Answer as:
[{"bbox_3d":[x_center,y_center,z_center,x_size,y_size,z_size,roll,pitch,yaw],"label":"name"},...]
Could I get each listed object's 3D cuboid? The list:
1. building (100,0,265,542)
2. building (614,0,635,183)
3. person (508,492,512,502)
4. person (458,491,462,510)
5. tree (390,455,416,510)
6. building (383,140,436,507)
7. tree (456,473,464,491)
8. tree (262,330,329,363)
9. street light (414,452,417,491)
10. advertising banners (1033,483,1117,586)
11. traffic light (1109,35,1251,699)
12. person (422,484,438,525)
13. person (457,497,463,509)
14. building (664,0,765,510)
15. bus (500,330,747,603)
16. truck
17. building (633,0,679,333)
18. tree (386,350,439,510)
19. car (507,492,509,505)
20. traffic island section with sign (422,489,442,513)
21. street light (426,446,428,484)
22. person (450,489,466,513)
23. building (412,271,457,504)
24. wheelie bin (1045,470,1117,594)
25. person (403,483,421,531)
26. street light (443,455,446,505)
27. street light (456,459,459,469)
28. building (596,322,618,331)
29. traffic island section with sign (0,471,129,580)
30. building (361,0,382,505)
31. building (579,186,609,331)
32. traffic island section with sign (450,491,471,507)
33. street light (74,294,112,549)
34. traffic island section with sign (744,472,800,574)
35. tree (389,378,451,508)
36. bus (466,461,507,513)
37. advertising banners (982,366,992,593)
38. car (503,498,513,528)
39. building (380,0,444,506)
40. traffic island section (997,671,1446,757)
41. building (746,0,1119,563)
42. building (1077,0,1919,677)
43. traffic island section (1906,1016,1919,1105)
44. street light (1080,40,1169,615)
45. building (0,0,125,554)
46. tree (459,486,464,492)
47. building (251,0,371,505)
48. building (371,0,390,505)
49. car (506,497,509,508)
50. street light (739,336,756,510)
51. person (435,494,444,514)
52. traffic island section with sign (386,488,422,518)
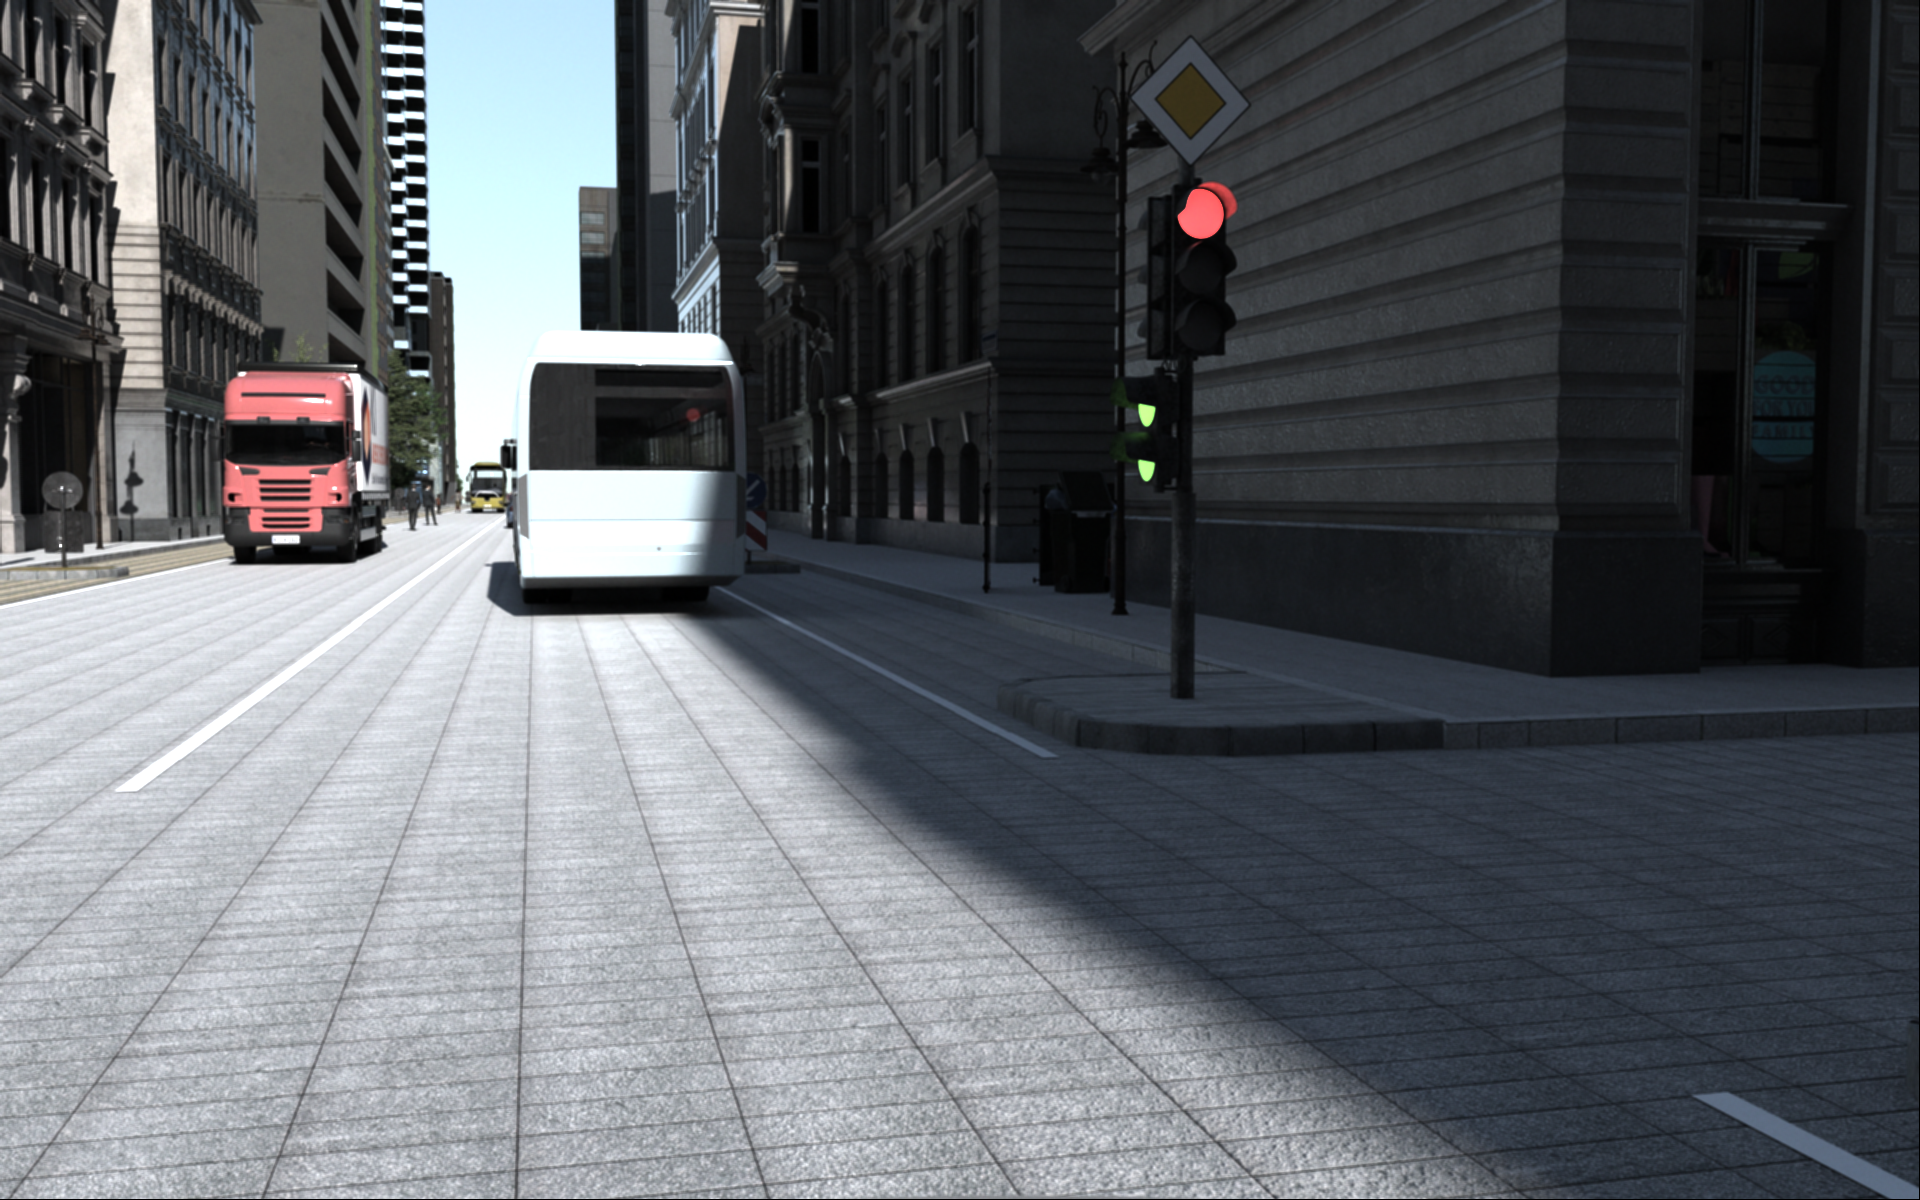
[{"bbox_3d":[-28.058,-12.517,53.810,9.793,20.994,18.267,-1,4,-14],"label":"building"},{"bbox_3d":[-19.021,-27.414,131.814,14.154,41.232,14.086,-1,4,-14],"label":"building"},{"bbox_3d":[-57.399,-12.952,221.185,0.541,1.710,0.530,0,4,-7],"label":"person"},{"bbox_3d":[-44.070,-8.776,152.779,0.721,1.735,1.217,-2,4,-25],"label":"person"},{"bbox_3d":[-46.226,-9.693,142.186,4.285,4.588,4.351,0,3,0],"label":"tree"},{"bbox_3d":[-68.736,-29.197,169.252,32.217,40.220,23.993,-1,4,-14],"label":"building"},{"bbox_3d":[-68.242,-15.200,232.233,4.285,4.588,4.351,0,3,0],"label":"tree"},{"bbox_3d":[-30.179,-7.819,78.195,4.737,8.622,4.395,0,3,0],"label":"tree"},{"bbox_3d":[-46.299,-10.661,147.096,0.468,5.910,1.993,-1,4,-14],"label":"street light"},{"bbox_3d":[1.990,-1.732,24.507,2.074,3.025,0.090,-1,4,-23],"label":"advertising banners"},{"bbox_3d":[1.382,-1.338,10.792,0.839,4.253,0.868,-1,4,-14],"label":"traffic light"},{"bbox_3d":[-24.484,-4.410,79.960,0.648,1.900,0.474,0,4,6],"label":"person"},{"bbox_3d":[-46.604,-9.288,161.078,1.217,1.735,0.721,3,5,43],"label":"person"},{"bbox_3d":[-5.423,-17.745,76.028,13.634,28.700,20.117,-1,4,-14],"label":"building"},{"bbox_3d":[-5.391,-1.907,26.037,2.948,3.499,13.247,-1,4,-15],"label":"bus"},{"bbox_3d":[-14.581,-3.068,39.078,2.839,4.237,11.283,-1,4,-14],"label":"truck"},{"bbox_3d":[-10.370,-34.842,111.667,21.231,58.520,28.212,-1,4,-14],"label":"building"},{"bbox_3d":[-44.692,-13.284,135.321,7.486,12.596,7.792,0,3,0],"label":"tree"},{"bbox_3d":[-59.556,-13.223,224.871,2.281,1.827,5.304,-1,4,-12],"label":"car"},{"bbox_3d":[-40.314,-7.498,131.224,1.989,1.847,2.006,-1,4,-14],"label":"traffic island section with sign"},{"bbox_3d":[-50.316,-11.665,163.511,0.468,5.910,1.993,-1,4,-14],"label":"street light"},{"bbox_3d":[-38.929,-7.693,134.276,1.348,1.824,0.705,1,4,13],"label":"person"},{"bbox_3d":[-71.889,-27.453,220.562,14.160,30.474,14.107,-1,4,-14],"label":"building"},{"bbox_3d":[1.540,-0.896,22.559,0.980,1.594,0.693,-1,4,-22],"label":"wheelie bin"},{"bbox_3d":[-21.542,-3.665,68.196,0.659,1.850,0.755,-1,4,-9],"label":"person"},{"bbox_3d":[-58.330,-13.651,195.982,0.468,5.910,1.993,-1,4,-14],"label":"street light"},{"bbox_3d":[-66.345,-15.663,228.884,0.468,5.910,1.993,-1,4,-14],"label":"street light"},{"bbox_3d":[-26.315,-21.204,191.731,27.650,21.520,28.899,-1,4,-14],"label":"building"},{"bbox_3d":[-15.430,-1.285,29.645,1.989,1.847,2.006,-1,4,-14],"label":"traffic island section with sign"},{"bbox_3d":[-43.790,-25.844,106.145,14.154,41.232,14.086,-1,4,-14],"label":"building"},{"bbox_3d":[-44.015,-33.636,233.546,14.154,41.232,14.086,-1,4,-14],"label":"building"},{"bbox_3d":[-53.533,-10.799,185.195,1.989,1.847,2.006,-1,4,-14],"label":"traffic island section with sign"},{"bbox_3d":[-20.062,-4.124,40.221,0.468,5.910,1.993,-1,4,-14],"label":"street light"},{"bbox_3d":[-4.088,-1.429,31.984,1.989,1.847,2.006,-1,4,-14],"label":"traffic island section with sign"},{"bbox_3d":[-49.159,-14.005,154.729,9.928,11.665,9.643,0,3,0],"label":"tree"},{"bbox_3d":[-36.464,-8.714,134.015,2.896,3.916,12.252,-1,4,-14],"label":"bus"},{"bbox_3d":[0.377,-1.655,23.249,0.090,3.025,2.074,0,4,3],"label":"advertising banners"},{"bbox_3d":[-18.398,-3.773,73.684,2.014,1.417,4.499,-1,4,-15],"label":"car"},{"bbox_3d":[-70.407,-54.007,195.685,22.319,86.520,31.000,-1,4,-14],"label":"building"},{"bbox_3d":[1.423,0.695,10.916,2.009,0.180,2.903,-1,4,-14],"label":"traffic island section"},{"bbox_3d":[1.644,-14.061,48.978,14.460,24.649,34.723,-1,4,-14],"label":"building"},{"bbox_3d":[11.964,-11.581,18.224,19.941,23.489,11.050,-1,4,-14],"label":"building"},{"bbox_3d":[3.323,1.169,3.160,2.009,0.180,2.903,-1,4,-14],"label":"traffic island section"},{"bbox_3d":[1.704,-2.782,18.269,0.468,5.910,1.993,-1,4,-14],"label":"street light"},{"bbox_3d":[-21.945,-10.655,25.124,10.553,20.767,40.483,-1,4,-14],"label":"building"},{"bbox_3d":[-68.561,-14.774,236.155,1.663,3.219,1.824,0,3,0],"label":"tree"},{"bbox_3d":[-42.554,-28.391,87.889,21.300,48.544,21.600,-1,4,-14],"label":"building"},{"bbox_3d":[-47.592,-28.716,119.625,14.600,45.320,14.200,-1,4,-14],"label":"building"},{"bbox_3d":[-49.370,-10.786,185.394,2.155,1.783,4.494,-1,4,-12],"label":"car"},{"bbox_3d":[-6.285,-4.770,50.776,0.468,5.910,1.993,-1,4,-14],"label":"street light"},{"bbox_3d":[-36.631,-6.728,121.758,0.557,1.426,1.065,1,4,14],"label":"person"},{"bbox_3d":[-33.837,-5.881,104.790,1.989,1.847,2.006,-1,4,-14],"label":"traffic island section with sign"}]
